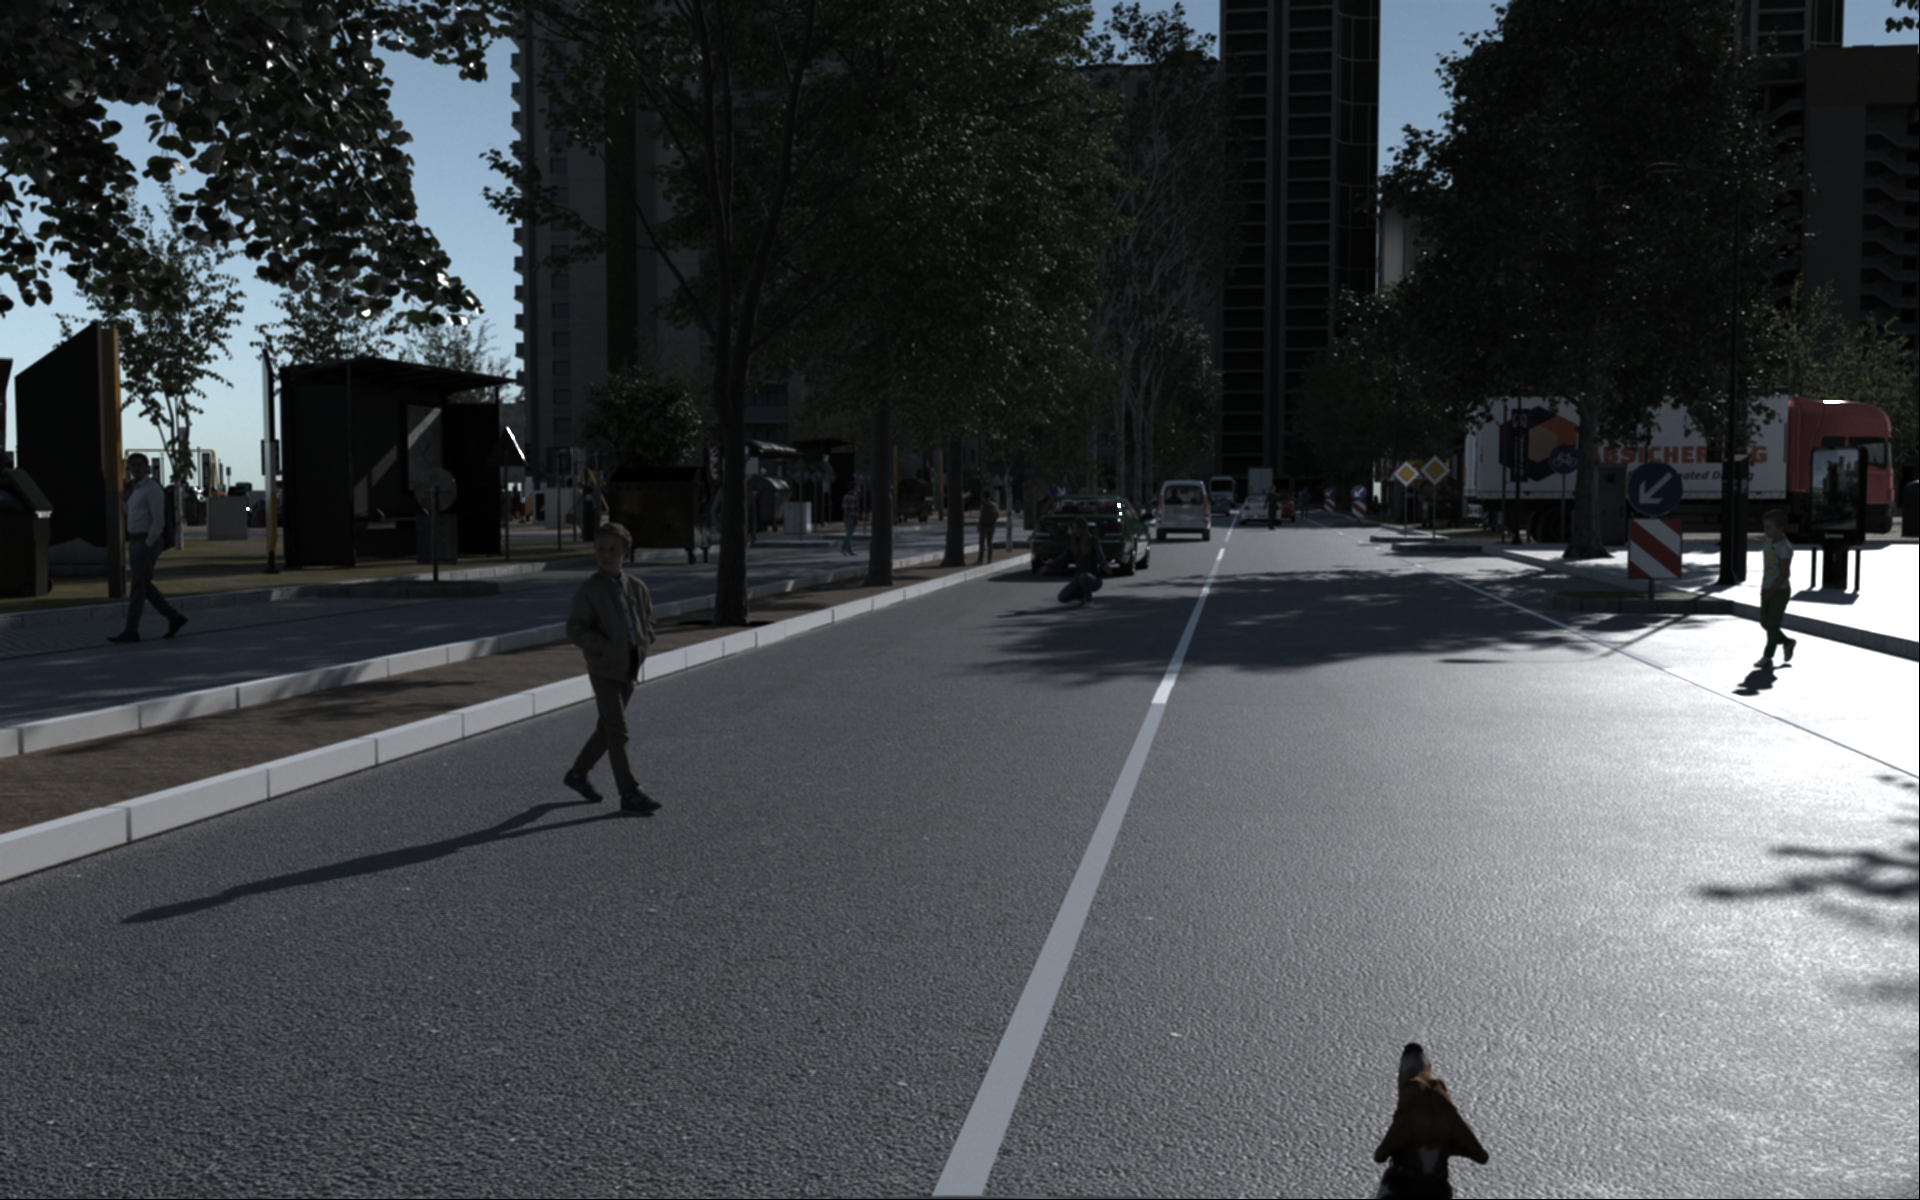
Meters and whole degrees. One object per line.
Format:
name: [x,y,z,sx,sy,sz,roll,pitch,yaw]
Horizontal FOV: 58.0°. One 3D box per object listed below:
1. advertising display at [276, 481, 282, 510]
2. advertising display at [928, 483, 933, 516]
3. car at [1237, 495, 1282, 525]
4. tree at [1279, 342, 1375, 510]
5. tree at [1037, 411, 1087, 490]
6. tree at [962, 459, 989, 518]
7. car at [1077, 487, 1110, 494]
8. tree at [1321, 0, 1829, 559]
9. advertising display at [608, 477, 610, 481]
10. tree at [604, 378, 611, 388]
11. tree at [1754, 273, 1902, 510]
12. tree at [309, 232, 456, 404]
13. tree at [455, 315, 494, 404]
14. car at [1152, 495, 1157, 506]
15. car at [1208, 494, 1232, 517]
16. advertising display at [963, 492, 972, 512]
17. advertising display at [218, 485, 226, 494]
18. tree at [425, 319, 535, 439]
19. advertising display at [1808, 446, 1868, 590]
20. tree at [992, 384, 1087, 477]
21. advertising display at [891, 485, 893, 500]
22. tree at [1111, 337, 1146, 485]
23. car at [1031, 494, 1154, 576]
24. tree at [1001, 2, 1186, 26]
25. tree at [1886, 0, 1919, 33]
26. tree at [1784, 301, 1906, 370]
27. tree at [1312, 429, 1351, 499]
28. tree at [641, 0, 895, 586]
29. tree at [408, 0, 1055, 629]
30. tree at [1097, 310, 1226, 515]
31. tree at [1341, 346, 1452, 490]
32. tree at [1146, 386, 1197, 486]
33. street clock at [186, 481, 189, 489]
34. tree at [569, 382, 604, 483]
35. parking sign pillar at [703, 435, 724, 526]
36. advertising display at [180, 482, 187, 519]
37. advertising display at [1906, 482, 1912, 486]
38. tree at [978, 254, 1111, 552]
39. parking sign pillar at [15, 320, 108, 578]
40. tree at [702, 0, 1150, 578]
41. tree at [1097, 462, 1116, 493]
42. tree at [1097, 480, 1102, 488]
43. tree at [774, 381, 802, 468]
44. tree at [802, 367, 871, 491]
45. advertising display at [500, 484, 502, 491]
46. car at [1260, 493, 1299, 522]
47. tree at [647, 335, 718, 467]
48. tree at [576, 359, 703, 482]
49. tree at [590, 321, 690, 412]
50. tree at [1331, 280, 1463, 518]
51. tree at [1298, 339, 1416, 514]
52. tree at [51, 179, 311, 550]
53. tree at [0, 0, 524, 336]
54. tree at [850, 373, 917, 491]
advertising display: [-32.861,-4.768,83.164,0.123,1.923,0.974,3,4,38]
advertising display: [-1.813,-5.896,101.617,0.123,1.923,0.974,1,4,20]
car: [14.003,-4.187,80.815,2.083,1.381,4.827,0,4,8]
tree: [30.825,-13.986,139.038,12.009,13.543,11.850,0,3,0]
tree: [7.374,-10.980,129.886,4.360,8.622,3.978,0,3,0]
tree: [0.532,-6.086,94.112,1.663,3.219,1.824,0,3,0]
car: [7.545,-5.497,98.555,2.281,1.827,5.304,1,4,11]
tree: [12.541,-7.188,34.528,9.611,12.733,9.660,0,3,0]
advertising display: [-11.081,-3.172,57.074,0.974,1.923,0.123,-1,4,-10]
tree: [-15.491,-8.603,91.018,4.737,8.622,4.395,0,3,0]
tree: [28.354,-6.623,58.644,4.360,8.622,3.978,0,3,0]
tree: [-16.665,-5.822,45.558,4.737,8.622,4.395,0,3,0]
tree: [-19.802,-7.115,66.700,4.737,8.622,4.395,0,3,0]
car: [20.851,-10.412,182.600,2.083,1.381,4.827,1,4,9]
car: [16.356,-6.029,110.570,2.014,1.417,4.499,1,4,9]
advertising display: [0.383,-7.289,124.391,0.974,1.923,0.123,-2,4,-28]
advertising display: [-49.905,-6.840,117.043,0.974,1.923,0.123,3,5,39]
tree: [-20.143,-7.435,71.931,4.360,8.622,3.978,0,3,0]
advertising display: [11.921,-1.122,23.551,0.123,1.923,0.974,-1,4,-12]
tree: [5.517,-11.509,122.586,7.601,10.594,8.767,1,4,21]
advertising display: [-4.742,-7.098,121.266,0.974,1.923,0.123,1,4,17]
tree: [3.403,-6.227,54.637,4.737,8.622,4.395,0,3,0]
car: [2.459,-1.236,32.011,2.131,1.459,4.920,1,4,11]
tree: [3.749,-12.571,63.884,12.611,20.169,13.585,0,3,0]
tree: [10.366,-3.970,15.266,4.737,8.622,4.395,0,3,0]
tree: [35.913,-7.259,69.055,4.360,8.622,3.978,0,3,0]
tree: [34.247,-12.723,158.387,4.737,8.622,4.395,0,3,0]
tree: [-1.275,-6.512,27.053,7.486,12.596,7.792,0,3,0]
tree: [-2.401,-5.513,18.358,9.928,11.665,9.643,0,3,0]
tree: [13.801,-12.843,119.088,9.857,13.997,8.962,0,3,0]
tree: [21.220,-8.127,83.240,4.360,8.622,3.978,0,3,0]
tree: [13.214,-9.728,111.865,4.737,8.622,4.395,0,3,0]
street clock: [-41.894,-5.440,93.517,0.358,2.002,0.471,3,5,44]
tree: [-23.085,-9.786,110.358,4.737,8.622,4.395,0,3,0]
parking sign pillar: [-9.691,-4.983,69.949,1.447,3.967,1.447,0,4,-6]
advertising display: [-40.267,-5.178,89.870,0.123,1.923,0.974,-1,4,-11]
advertising display: [49.428,-5.157,89.528,0.974,1.923,0.123,1,4,14]
tree: [1.215,-5.466,42.191,4.737,8.622,4.395,0,3,0]
parking sign pillar: [-13.984,-2.361,27.074,1.447,3.967,1.447,0,4,-1]
tree: [-0.148,-6.970,34.541,7.486,12.596,7.792,0,3,0]
tree: [16.792,-12.864,194.039,4.285,4.588,4.351,0,3,0]
tree: [13.766,-10.968,173.931,1.663,3.219,1.824,0,3,0]
tree: [-8.288,-9.257,101.710,4.737,8.622,4.395,0,3,0]
tree: [-5.491,-8.762,93.624,4.737,8.622,4.395,0,3,0]
advertising display: [-28.534,-6.173,106.142,0.974,1.923,0.123,1,4,13]
car: [16.468,-4.934,89.708,2.155,1.783,4.494,1,4,11]
tree: [-12.286,-7.898,79.501,4.737,8.622,4.395,0,3,0]
tree: [-7.845,-3.577,42.206,4.285,4.588,4.351,0,3,0]
tree: [-13.245,-7.509,73.130,4.360,8.622,3.978,0,3,0]
tree: [23.600,-10.658,92.385,7.486,12.596,7.792,0,3,0]
tree: [26.013,-11.404,112.211,9.928,11.665,9.643,0,3,0]
tree: [-18.144,-5.451,39.488,4.737,8.622,4.395,0,3,0]
tree: [-4.821,-5.984,6.955,9.857,13.997,8.962,0,3,0]
tree: [-3.598,-8.338,86.685,4.360,8.622,3.978,0,3,0]
